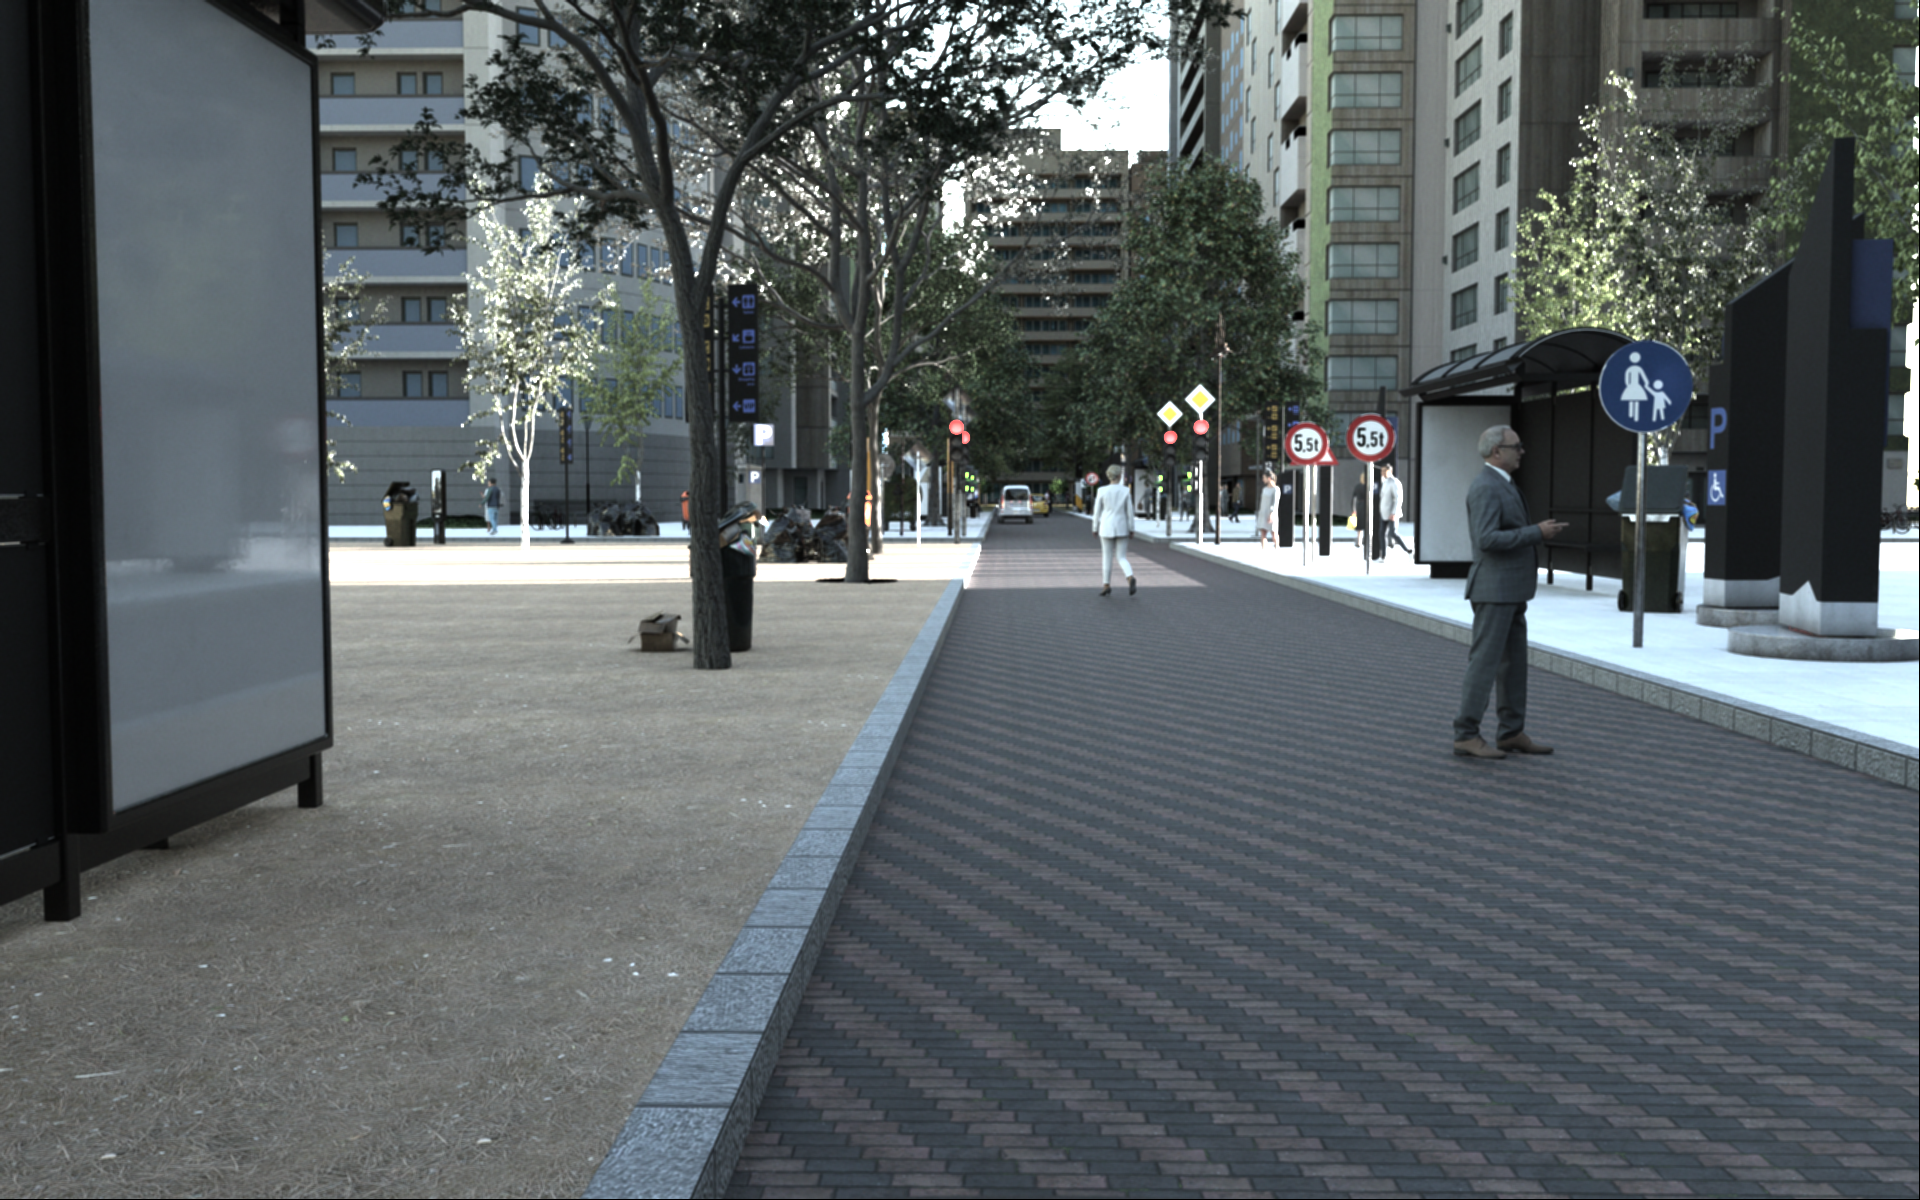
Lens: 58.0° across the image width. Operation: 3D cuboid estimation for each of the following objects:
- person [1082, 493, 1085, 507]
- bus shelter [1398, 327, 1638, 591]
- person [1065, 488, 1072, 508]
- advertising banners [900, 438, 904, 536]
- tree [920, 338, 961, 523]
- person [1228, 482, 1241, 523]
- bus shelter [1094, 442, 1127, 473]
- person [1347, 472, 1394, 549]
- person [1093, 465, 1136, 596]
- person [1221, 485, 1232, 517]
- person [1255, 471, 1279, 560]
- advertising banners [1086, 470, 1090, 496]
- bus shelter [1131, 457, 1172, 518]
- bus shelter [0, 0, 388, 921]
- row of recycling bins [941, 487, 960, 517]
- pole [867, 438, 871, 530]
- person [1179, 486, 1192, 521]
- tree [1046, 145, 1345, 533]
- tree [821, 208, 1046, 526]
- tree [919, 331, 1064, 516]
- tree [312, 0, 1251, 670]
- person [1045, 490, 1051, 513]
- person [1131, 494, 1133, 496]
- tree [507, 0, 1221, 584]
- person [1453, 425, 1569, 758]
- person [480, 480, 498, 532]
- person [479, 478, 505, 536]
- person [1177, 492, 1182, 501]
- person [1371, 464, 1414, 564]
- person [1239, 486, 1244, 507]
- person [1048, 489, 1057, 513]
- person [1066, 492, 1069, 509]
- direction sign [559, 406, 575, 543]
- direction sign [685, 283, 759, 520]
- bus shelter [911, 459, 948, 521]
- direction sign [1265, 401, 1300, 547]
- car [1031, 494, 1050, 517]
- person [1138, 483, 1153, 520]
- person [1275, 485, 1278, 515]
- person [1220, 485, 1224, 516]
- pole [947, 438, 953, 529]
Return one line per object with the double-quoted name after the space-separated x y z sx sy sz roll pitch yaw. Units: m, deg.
12.056 -9.872 170.702 1.065 1.426 0.557 1 4 22 "person"
7.652 -1.826 23.771 2.014 3.302 5.546 0 4 1 "bus shelter"
9.775 -9.213 156.675 0.705 1.824 1.348 -1 4 -23 "person"
-1.794 -3.516 53.672 0.090 3.025 2.074 0 4 0 "advertising banners"
-0.049 -7.773 77.449 4.737 8.622 4.395 0 3 0 "tree"
12.456 -4.417 78.179 0.836 1.842 0.656 -3 4 -38 "person"
10.297 -8.595 118.164 2.179 5.291 8.768 0 4 2 "bus shelter"
9.671 -2.117 40.868 0.699 1.804 1.509 0 4 -6 "person"
2.178 -0.965 24.152 0.514 1.842 0.818 -2 4 -23 "person"
14.846 -5.513 96.348 0.590 1.801 0.661 1 4 9 "person"
6.035 -1.655 33.845 0.466 1.731 0.760 2 4 25 "person"
8.964 -7.643 121.155 0.090 3.025 2.074 0 4 -1 "advertising banners"
9.942 -5.852 89.605 2.014 3.302 5.546 0 4 1 "bus shelter"
-3.519 -1.536 2.741 2.179 5.291 8.768 0 4 1 "bus shelter"
-1.248 -5.503 97.092 3.534 1.692 1.069 -1 4 -10 "row of recycling bins"
-3.262 -4.203 62.560 0.158 3.312 0.155 0 3 0 "pole"
10.700 -4.641 82.106 0.537 1.800 0.526 3 5 39 "person"
7.922 -8.578 57.259 9.611 12.733 9.660 0 3 0 "tree"
-0.917 -9.288 68.860 9.611 12.733 9.660 0 3 0 "tree"
0.541 -11.127 100.057 7.486 12.596 7.792 0 3 0 "tree"
-1.841 -4.795 12.808 8.767 10.594 7.601 0 4 -6 "tree"
6.659 -7.461 131.427 0.436 1.711 0.756 -1 4 -20 "person"
10.882 -6.267 108.317 0.447 1.846 0.655 1 4 21 "person"
-1.375 -7.005 24.907 12.009 13.543 11.850 0 3 0 "tree"
3.011 -0.046 9.427 0.590 1.801 0.661 2 4 25 "person"
-15.738 -3.139 57.927 0.480 1.755 0.524 1 4 9 "person"
-14.375 -2.874 53.374 0.721 1.781 0.623 1 4 20 "person"
16.773 -7.524 132.277 0.599 1.433 0.991 -1 4 -14 "person"
7.992 -1.593 31.938 0.795 1.843 0.661 -1 4 -9 "person"
18.541 -6.618 114.432 0.728 1.800 0.709 2 4 24 "person"
6.862 -7.601 132.916 1.348 1.807 0.705 -2 4 -25 "person"
9.092 -8.471 147.774 0.599 1.433 0.991 0 4 2 "person"
-10.234 -3.245 45.050 0.379 3.537 0.876 -2 4 -32 "direction sign"
-2.586 -1.642 18.842 0.876 3.537 0.379 1 4 19 "direction sign"
-1.559 -5.639 86.120 2.014 3.302 5.546 0 4 1 "bus shelter"
7.838 -3.070 42.185 0.876 3.537 0.379 -1 4 -10 "direction sign"
4.704 -6.059 109.289 2.015 1.641 3.980 0 4 1 "car"
9.318 -4.905 86.366 0.709 1.813 0.853 -3 5 -43 "person"
18.392 -5.797 101.097 0.520 1.790 0.573 2 4 32 "person"
15.090 -5.739 100.075 0.583 1.804 0.606 -3 5 -40 "person"
-0.350 -4.248 63.304 0.158 3.312 0.155 0 3 0 "pole"
